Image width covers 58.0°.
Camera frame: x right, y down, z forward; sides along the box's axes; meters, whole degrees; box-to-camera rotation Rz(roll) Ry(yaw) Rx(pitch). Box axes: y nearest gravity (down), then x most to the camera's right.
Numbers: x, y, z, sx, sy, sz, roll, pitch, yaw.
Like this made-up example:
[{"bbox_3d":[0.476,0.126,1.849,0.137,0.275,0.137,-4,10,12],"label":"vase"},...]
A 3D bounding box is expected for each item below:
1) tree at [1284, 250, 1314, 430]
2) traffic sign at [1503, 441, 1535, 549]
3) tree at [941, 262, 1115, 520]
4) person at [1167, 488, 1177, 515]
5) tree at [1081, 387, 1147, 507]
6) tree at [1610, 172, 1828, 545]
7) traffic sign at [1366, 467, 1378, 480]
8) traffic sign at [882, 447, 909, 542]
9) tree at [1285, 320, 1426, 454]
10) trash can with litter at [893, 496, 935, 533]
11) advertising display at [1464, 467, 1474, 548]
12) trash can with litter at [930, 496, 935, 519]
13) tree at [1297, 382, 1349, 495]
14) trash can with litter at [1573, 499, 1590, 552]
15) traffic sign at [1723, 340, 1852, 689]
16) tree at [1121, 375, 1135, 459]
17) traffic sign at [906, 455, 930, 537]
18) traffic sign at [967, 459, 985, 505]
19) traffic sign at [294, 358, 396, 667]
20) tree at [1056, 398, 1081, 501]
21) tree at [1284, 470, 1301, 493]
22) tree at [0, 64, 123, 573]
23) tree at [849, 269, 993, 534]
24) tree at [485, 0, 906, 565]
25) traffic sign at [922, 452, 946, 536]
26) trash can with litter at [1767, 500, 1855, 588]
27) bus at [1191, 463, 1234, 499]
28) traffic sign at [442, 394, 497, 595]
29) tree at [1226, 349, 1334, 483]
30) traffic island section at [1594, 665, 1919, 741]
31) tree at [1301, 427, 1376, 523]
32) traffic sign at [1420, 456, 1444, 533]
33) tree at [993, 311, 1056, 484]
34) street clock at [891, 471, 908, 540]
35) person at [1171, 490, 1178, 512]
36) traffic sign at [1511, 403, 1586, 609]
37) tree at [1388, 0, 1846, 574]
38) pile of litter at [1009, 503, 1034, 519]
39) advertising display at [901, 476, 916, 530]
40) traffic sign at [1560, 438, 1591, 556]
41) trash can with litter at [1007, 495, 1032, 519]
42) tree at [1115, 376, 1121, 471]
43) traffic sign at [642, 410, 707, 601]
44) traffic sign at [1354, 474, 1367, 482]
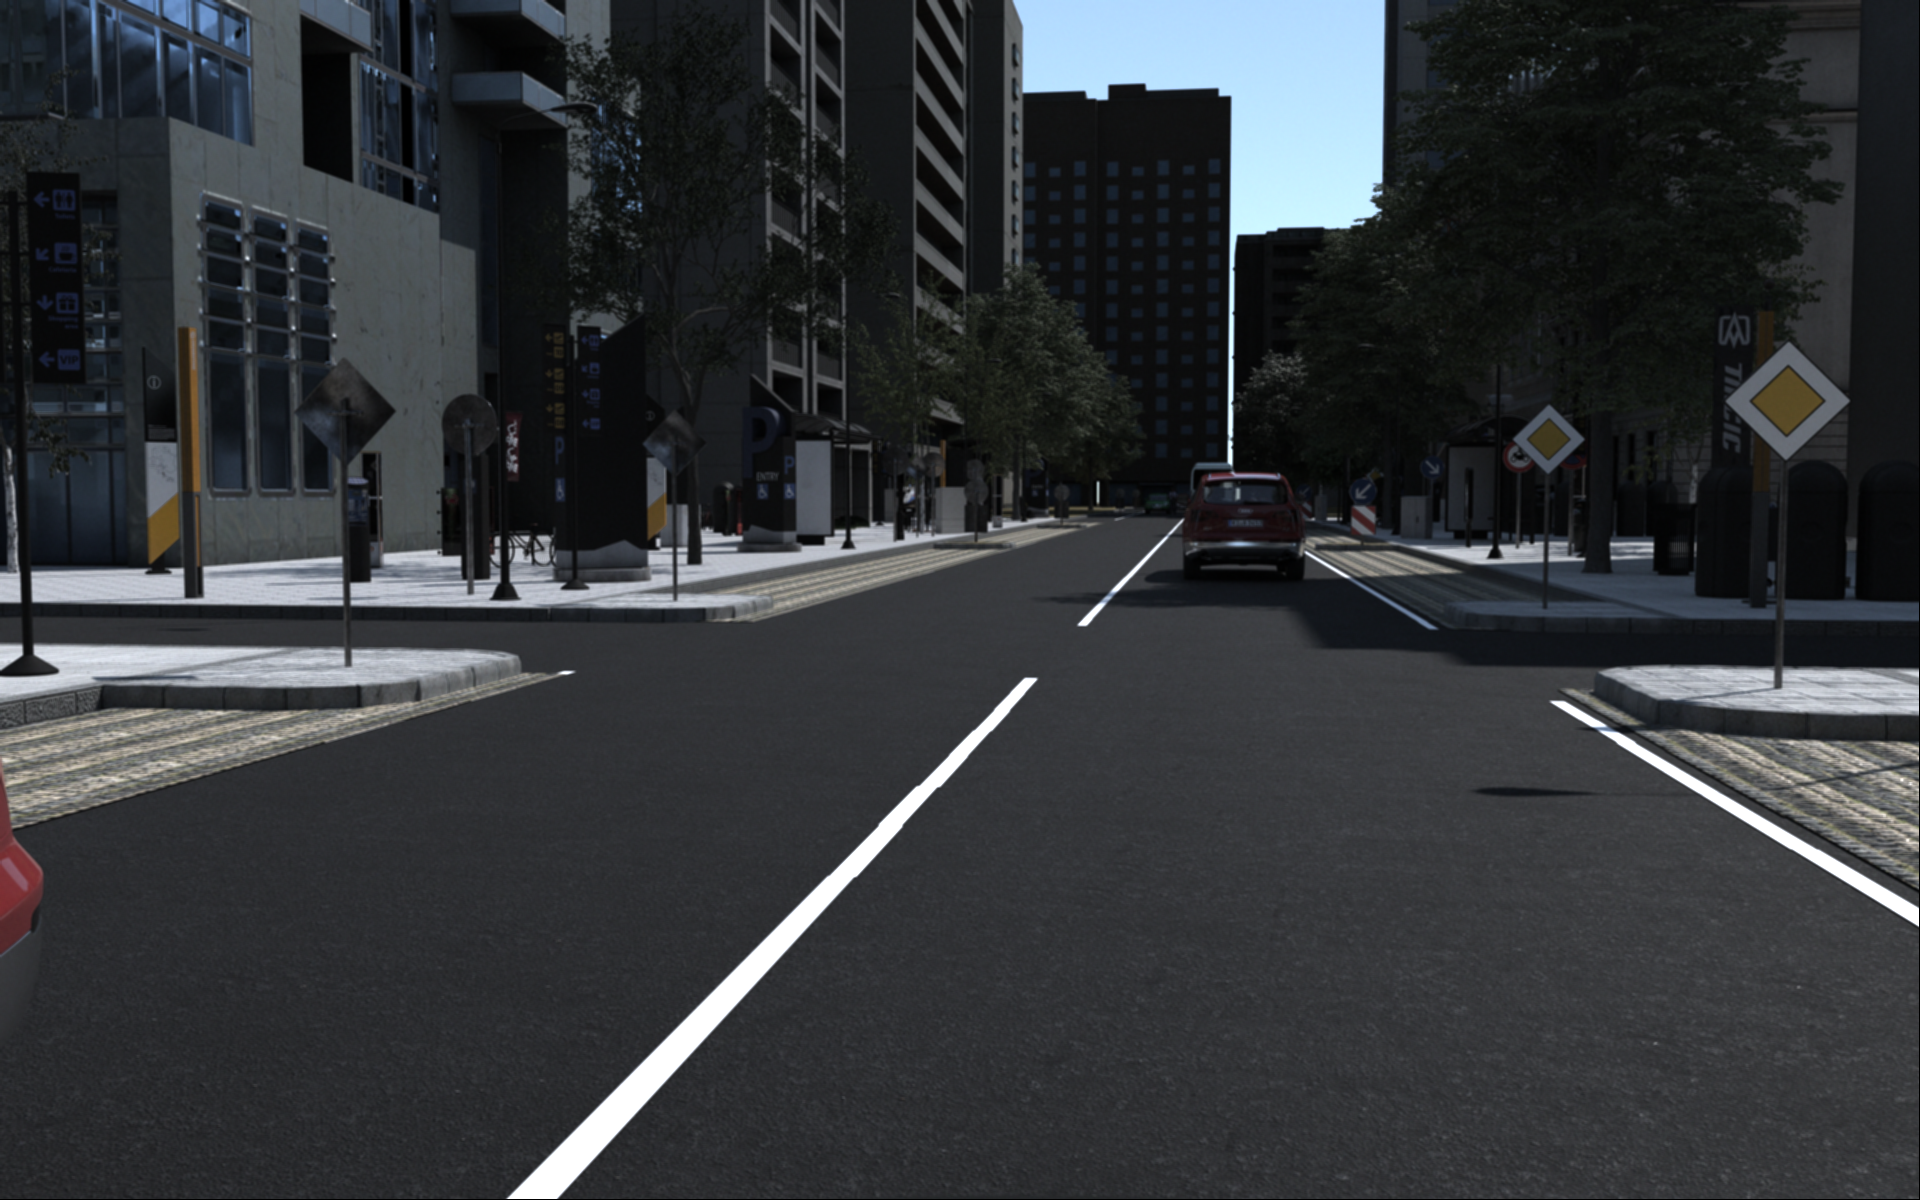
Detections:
[{"bbox_3d":[15.530,-8.855,62.908,7.486,12.596,7.792,0,3,0],"label":"tree"},{"bbox_3d":[13.120,-2.481,40.672,0.768,2.556,0.104,1,4,8],"label":"traffic sign"},{"bbox_3d":[2.755,-10.180,84.572,7.486,12.596,7.792,0,3,0],"label":"tree"},{"bbox_3d":[14.803,-6.873,120.747,0.709,1.838,0.599,1,4,12],"label":"person"},{"bbox_3d":[14.115,-14.726,166.523,9.928,11.665,9.643,0,3,0],"label":"tree"},{"bbox_3d":[17.270,-5.424,39.042,4.737,8.622,4.395,0,3,0],"label":"tree"},{"bbox_3d":[17.193,-4.315,71.741,0.795,2.450,0.064,1,4,10],"label":"traffic sign"},{"bbox_3d":[-1.749,-2.843,46.588,0.768,2.556,0.104,1,4,17],"label":"traffic sign"},{"bbox_3d":[19.363,-9.185,84.594,7.601,10.594,8.767,1,4,16],"label":"tree"},{"bbox_3d":[-1.099,-2.864,57.885,1.678,1.210,2.233,-2,4,-35],"label":"trash can with litter"},{"bbox_3d":[12.284,-2.239,41.820,0.123,1.923,0.974,1,4,12],"label":"advertising display"},{"bbox_3d":[-1.200,-4.614,86.821,1.055,1.170,0.624,-3,4,-39],"label":"trash can with litter"},{"bbox_3d":[22.248,-9.516,105.944,4.360,8.622,3.978,0,3,0],"label":"tree"},{"bbox_3d":[13.850,-1.665,38.614,0.624,1.170,1.055,1,4,14],"label":"trash can with litter"},{"bbox_3d":[5.398,-0.473,11.371,0.795,2.450,0.064,0,4,8],"label":"traffic sign"},{"bbox_3d":[10.346,-13.443,137.914,7.486,12.596,7.792,0,3,0],"label":"tree"},{"bbox_3d":[-1.261,-3.058,51.180,0.795,2.450,0.064,1,4,17],"label":"traffic sign"},{"bbox_3d":[0.512,-3.869,63.366,0.768,2.556,0.104,1,4,11],"label":"traffic sign"},{"bbox_3d":[-4.543,-0.561,12.808,0.795,2.450,0.064,0,4,8],"label":"traffic sign"},{"bbox_3d":[6.210,-9.775,110.187,4.737,8.622,4.395,0,3,0],"label":"tree"},{"bbox_3d":[26.484,-8.789,138.298,1.663,3.219,1.824,0,3,0],"label":"tree"},{"bbox_3d":[-15.383,-4.726,27.629,4.360,8.622,3.978,0,3,0],"label":"tree"},{"bbox_3d":[-1.458,-6.460,55.976,4.737,8.622,4.395,0,3,0],"label":"tree"},{"bbox_3d":[-4.713,-5.944,31.590,8.767,10.594,7.601,1,4,17],"label":"tree"},{"bbox_3d":[-0.820,-3.200,52.433,0.768,2.556,0.104,1,4,14],"label":"traffic sign"},{"bbox_3d":[11.558,-0.791,23.997,2.233,1.210,1.678,2,4,28],"label":"trash can with litter"},{"bbox_3d":[15.996,-6.967,108.774,2.948,3.499,13.247,1,4,9],"label":"bus"},{"bbox_3d":[-6.253,-1.343,22.057,0.768,2.556,0.104,1,4,13],"label":"traffic sign"},{"bbox_3d":[28.476,-15.081,153.231,9.857,13.997,8.962,0,3,0],"label":"tree"},{"bbox_3d":[5.422,0.663,11.445,2.009,0.180,2.903,0,4,8],"label":"traffic island section"},{"bbox_3d":[16.752,-5.695,76.830,4.285,4.588,4.351,0,3,0],"label":"tree"},{"bbox_3d":[15.694,-3.516,57.592,0.768,2.556,0.104,1,4,16],"label":"traffic sign"},{"bbox_3d":[1.084,-7.240,68.741,4.737,8.622,4.395,0,3,0],"label":"tree"},{"bbox_3d":[-1.685,-2.673,48.278,0.358,2.002,0.471,3,5,42],"label":"street clock"},{"bbox_3d":[17.126,-7.976,139.442,0.750,1.759,0.617,-2,4,-26],"label":"person"},{"bbox_3d":[6.528,-0.956,19.276,0.795,2.450,0.064,0,4,8],"label":"traffic sign"},{"bbox_3d":[10.319,-6.736,28.257,7.486,12.596,7.792,0,3,0],"label":"tree"},{"bbox_3d":[3.210,-4.729,91.290,1.719,0.858,1.176,-1,4,-12],"label":"pile of litter"},{"bbox_3d":[-1.842,-3.423,61.176,0.123,1.923,0.974,2,4,27],"label":"advertising display"},{"bbox_3d":[12.706,-2.195,35.998,0.768,2.556,0.104,1,4,11],"label":"traffic sign"},{"bbox_3d":[2.888,-4.718,88.195,1.678,1.210,2.233,2,4,29],"label":"trash can with litter"},{"bbox_3d":[4.951,-11.072,99.159,7.486,12.596,7.792,0,3,0],"label":"tree"},{"bbox_3d":[-3.412,-1.044,20.713,0.795,2.450,0.064,0,4,8],"label":"traffic sign"},{"bbox_3d":[21.383,-5.672,92.839,0.768,2.556,0.104,1,4,10],"label":"traffic sign"}]
